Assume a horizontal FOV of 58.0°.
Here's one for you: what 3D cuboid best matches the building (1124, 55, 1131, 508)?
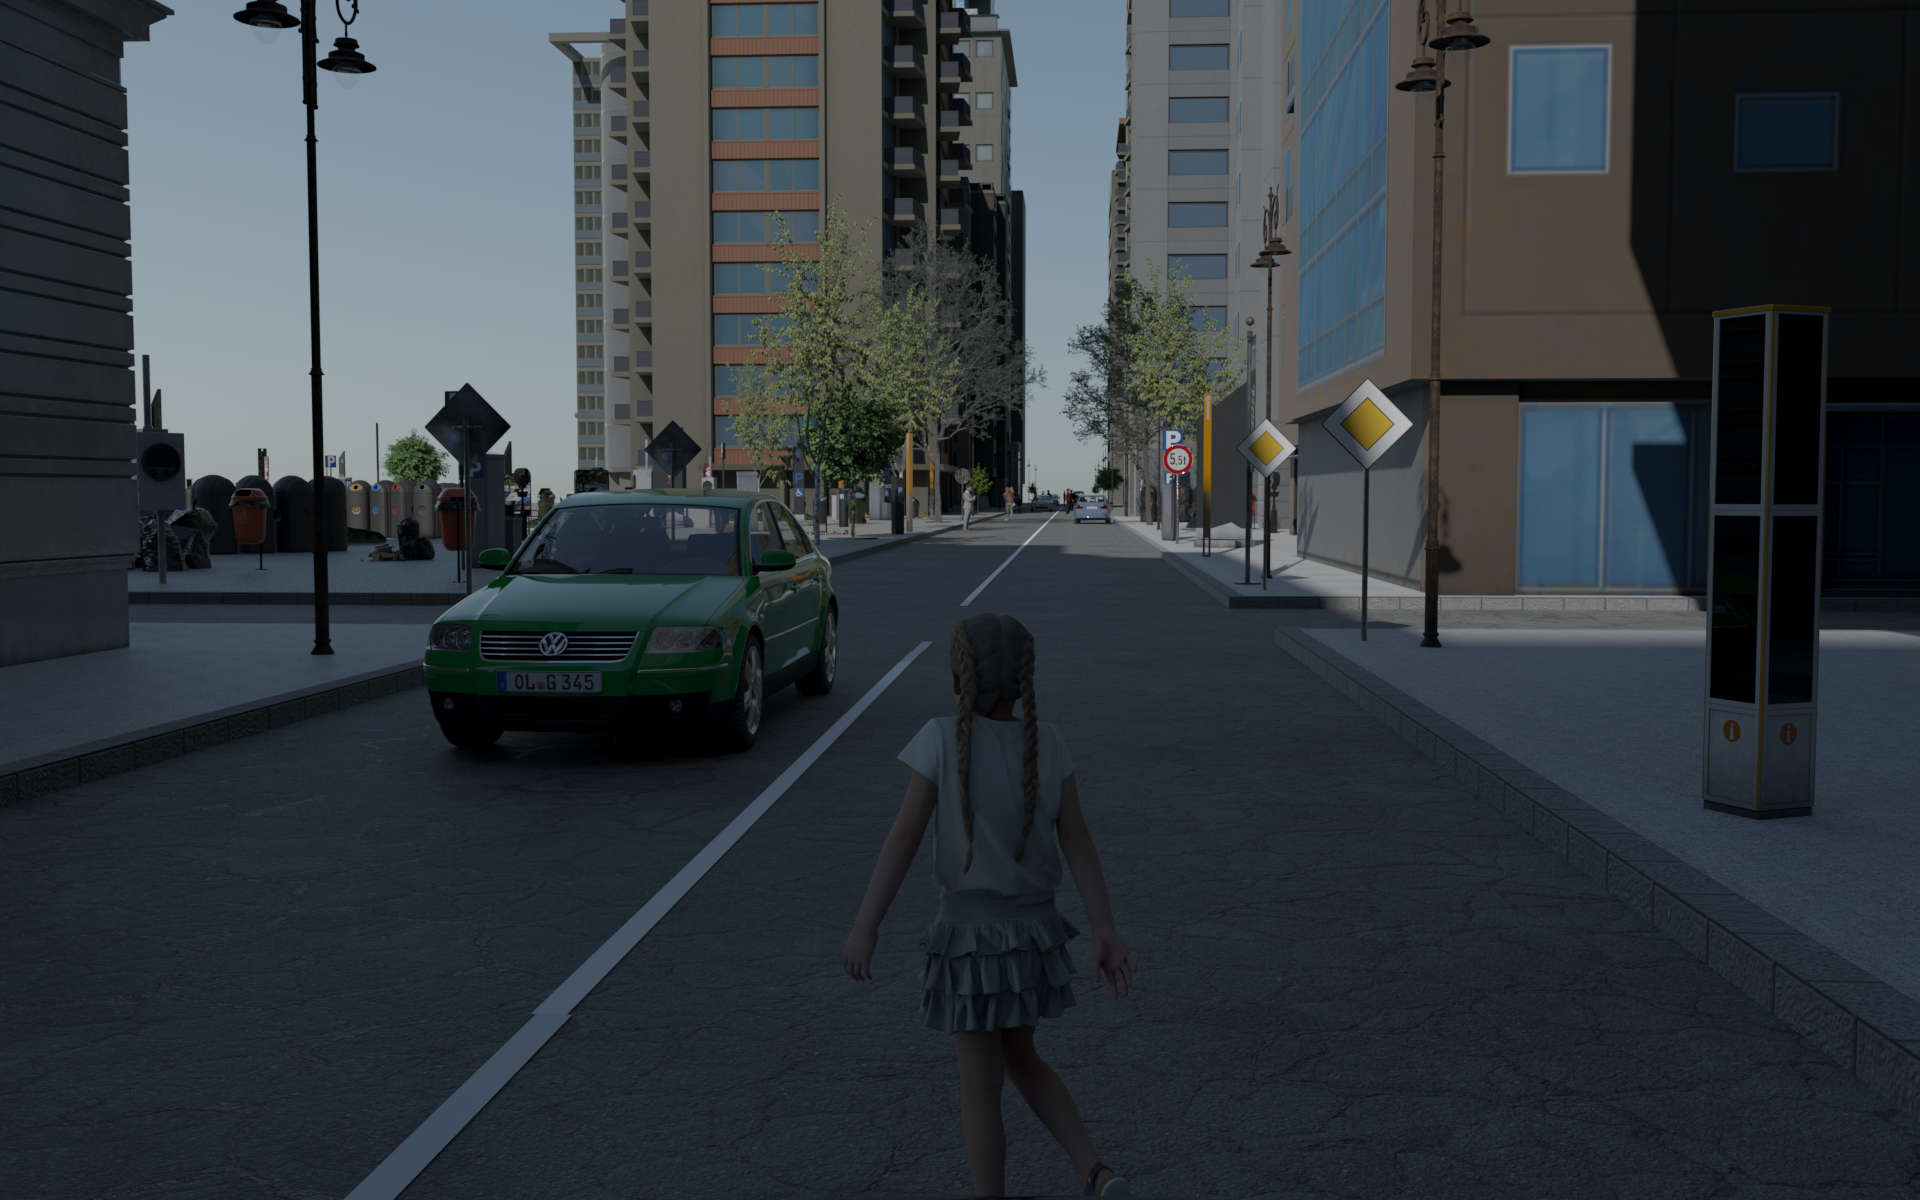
[{"bbox_3d":[22.709,-29.424,164.672,14.154,41.232,14.086,0,4,4],"label":"building"}]

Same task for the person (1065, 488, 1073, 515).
[{"bbox_3d":[7.509,-6.803,119.699,0.705,1.831,1.348,2,4,25],"label":"person"}]

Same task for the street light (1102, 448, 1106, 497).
[{"bbox_3d":[14.583,-12.294,173.799,0.468,5.910,1.993,0,4,4],"label":"street light"}]

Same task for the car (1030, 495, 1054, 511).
[{"bbox_3d":[6.915,-8.207,146.546,2.083,1.381,4.827,0,4,3],"label":"car"}]

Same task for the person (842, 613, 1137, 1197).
[{"bbox_3d":[0.051,0.633,3.161,0.505,1.210,0.382,-2,4,-24],"label":"person"}]

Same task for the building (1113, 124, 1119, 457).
[{"bbox_3d":[28.857,-33.287,198.872,22.147,44.769,28.867,0,4,4],"label":"building"}]

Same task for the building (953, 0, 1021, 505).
[{"bbox_3d":[-2.964,-55.810,225.170,22.319,86.520,31.000,0,4,4],"label":"building"}]

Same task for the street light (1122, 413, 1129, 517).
[{"bbox_3d":[9.783,-7.924,102.342,0.468,5.910,1.993,0,4,4],"label":"street light"}]

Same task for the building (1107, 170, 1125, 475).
[{"bbox_3d":[31.827,-38.005,245.090,21.300,48.544,21.600,0,4,4],"label":"building"}]

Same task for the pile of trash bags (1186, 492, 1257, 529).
[{"bbox_3d":[9.913,-3.339,64.338,1.912,1.369,3.447,-2,4,-26],"label":"pile of trash bags"}]

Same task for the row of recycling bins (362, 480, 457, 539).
[{"bbox_3d":[-16.399,-2.638,50.246,3.534,1.692,1.069,2,4,28],"label":"row of recycling bins"}]

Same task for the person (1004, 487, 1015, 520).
[{"bbox_3d":[2.714,-5.245,94.236,0.573,1.828,0.580,3,4,38],"label":"person"}]

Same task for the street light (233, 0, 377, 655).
[{"bbox_3d":[-5.114,-2.503,13.719,0.468,5.910,1.993,0,4,4],"label":"street light"}]

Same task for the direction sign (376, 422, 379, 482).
[{"bbox_3d":[-18.545,-3.865,55.194,0.379,3.537,0.876,-1,4,-16],"label":"direction sign"}]

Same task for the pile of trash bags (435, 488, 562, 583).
[{"bbox_3d":[-6.001,-0.979,25.755,3.447,1.369,1.912,-1,4,-17],"label":"pile of trash bags"}]

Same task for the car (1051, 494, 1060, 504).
[{"bbox_3d":[13.776,-14.906,255.505,2.131,1.459,4.920,0,4,2],"label":"car"}]

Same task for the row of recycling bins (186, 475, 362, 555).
[{"bbox_3d":[-15.000,-1.880,37.844,1.069,1.692,3.534,3,4,36],"label":"row of recycling bins"}]

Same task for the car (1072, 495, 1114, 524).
[{"bbox_3d":[6.454,-4.419,84.261,2.014,1.417,4.499,0,4,6],"label":"car"}]

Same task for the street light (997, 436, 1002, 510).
[{"bbox_3d":[3.138,-9.995,136.208,0.468,5.910,1.993,0,4,4],"label":"street light"}]

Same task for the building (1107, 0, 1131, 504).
[{"bbox_3d":[29.573,-47.983,222.765,20.563,71.187,20.611,0,4,4],"label":"building"}]

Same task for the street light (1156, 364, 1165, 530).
[{"bbox_3d":[7.116,-5.448,61.860,0.468,5.910,1.993,0,4,4],"label":"street light"}]

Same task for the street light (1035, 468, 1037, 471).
[{"bbox_3d":[11.162,-17.262,255.016,0.468,5.910,1.993,0,4,4],"label":"street light"}]

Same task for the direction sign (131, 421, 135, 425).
[{"bbox_3d":[-24.034,-3.552,50.068,0.379,3.537,0.876,0,3,0],"label":"direction sign"}]

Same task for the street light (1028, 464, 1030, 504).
[{"bbox_3d":[8.732,-15.088,219.476,0.468,5.910,1.993,0,4,4],"label":"street light"}]

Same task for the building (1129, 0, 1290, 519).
[{"bbox_3d":[21.745,-34.948,113.400,21.231,58.520,28.212,0,4,4],"label":"building"}]

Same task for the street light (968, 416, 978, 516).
[{"bbox_3d":[0.752,-7.802,100.349,0.468,5.910,1.993,0,4,4],"label":"street light"}]

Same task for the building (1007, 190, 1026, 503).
[{"bbox_3d":[2.310,-36.610,248.685,14.600,45.320,14.200,0,4,4],"label":"building"}]

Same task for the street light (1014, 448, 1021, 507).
[{"bbox_3d":[5.521,-12.169,171.751,0.468,5.910,1.993,0,4,4],"label":"street light"}]

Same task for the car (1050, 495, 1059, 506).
[{"bbox_3d":[11.393,-12.425,215.513,2.083,1.381,4.827,0,4,5],"label":"car"}]

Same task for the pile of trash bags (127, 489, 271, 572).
[{"bbox_3d":[-13.244,-1.201,29.386,3.447,1.369,1.912,1,4,14],"label":"pile of trash bags"}]

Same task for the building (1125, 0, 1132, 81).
[{"bbox_3d":[24.734,-29.837,142.455,22.147,44.769,28.867,0,4,4],"label":"building"}]

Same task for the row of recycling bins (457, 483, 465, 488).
[{"bbox_3d":[-18.410,-3.451,63.536,1.069,1.692,3.534,0,4,7],"label":"row of recycling bins"}]

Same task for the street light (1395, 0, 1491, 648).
[{"bbox_3d":[3.956,-2.544,14.375,0.468,5.910,1.993,0,4,4],"label":"street light"}]

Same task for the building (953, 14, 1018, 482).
[{"bbox_3d":[-8.205,-37.179,197.116,28.713,52.752,27.495,0,4,4],"label":"building"}]

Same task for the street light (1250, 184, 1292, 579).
[{"bbox_3d":[4.672,-3.267,26.201,0.468,5.910,1.993,0,4,4],"label":"street light"}]

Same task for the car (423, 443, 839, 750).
[{"bbox_3d":[-1.911,-0.144,11.145,1.959,1.807,4.718,0,4,5],"label":"car"}]

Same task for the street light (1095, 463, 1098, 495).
[{"bbox_3d":[17.720,-15.208,221.434,0.468,5.910,1.993,0,4,4],"label":"street light"}]

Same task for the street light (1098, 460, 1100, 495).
[{"bbox_3d":[15.381,-13.034,185.888,0.468,5.910,1.993,0,4,4],"label":"street light"}]

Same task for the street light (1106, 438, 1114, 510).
[{"bbox_3d":[12.126,-10.098,137.888,0.468,5.910,1.993,0,4,4],"label":"street light"}]

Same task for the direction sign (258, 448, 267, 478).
[{"bbox_3d":[-34.416,-5.720,85.523,0.379,3.537,0.876,0,4,5],"label":"direction sign"}]

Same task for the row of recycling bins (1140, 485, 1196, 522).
[{"bbox_3d":[9.778,-4.383,78.779,3.534,1.692,1.069,3,4,36],"label":"row of recycling bins"}]

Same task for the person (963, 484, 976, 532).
[{"bbox_3d":[0.359,-3.473,65.463,0.466,1.800,0.511,0,4,8],"label":"person"}]
